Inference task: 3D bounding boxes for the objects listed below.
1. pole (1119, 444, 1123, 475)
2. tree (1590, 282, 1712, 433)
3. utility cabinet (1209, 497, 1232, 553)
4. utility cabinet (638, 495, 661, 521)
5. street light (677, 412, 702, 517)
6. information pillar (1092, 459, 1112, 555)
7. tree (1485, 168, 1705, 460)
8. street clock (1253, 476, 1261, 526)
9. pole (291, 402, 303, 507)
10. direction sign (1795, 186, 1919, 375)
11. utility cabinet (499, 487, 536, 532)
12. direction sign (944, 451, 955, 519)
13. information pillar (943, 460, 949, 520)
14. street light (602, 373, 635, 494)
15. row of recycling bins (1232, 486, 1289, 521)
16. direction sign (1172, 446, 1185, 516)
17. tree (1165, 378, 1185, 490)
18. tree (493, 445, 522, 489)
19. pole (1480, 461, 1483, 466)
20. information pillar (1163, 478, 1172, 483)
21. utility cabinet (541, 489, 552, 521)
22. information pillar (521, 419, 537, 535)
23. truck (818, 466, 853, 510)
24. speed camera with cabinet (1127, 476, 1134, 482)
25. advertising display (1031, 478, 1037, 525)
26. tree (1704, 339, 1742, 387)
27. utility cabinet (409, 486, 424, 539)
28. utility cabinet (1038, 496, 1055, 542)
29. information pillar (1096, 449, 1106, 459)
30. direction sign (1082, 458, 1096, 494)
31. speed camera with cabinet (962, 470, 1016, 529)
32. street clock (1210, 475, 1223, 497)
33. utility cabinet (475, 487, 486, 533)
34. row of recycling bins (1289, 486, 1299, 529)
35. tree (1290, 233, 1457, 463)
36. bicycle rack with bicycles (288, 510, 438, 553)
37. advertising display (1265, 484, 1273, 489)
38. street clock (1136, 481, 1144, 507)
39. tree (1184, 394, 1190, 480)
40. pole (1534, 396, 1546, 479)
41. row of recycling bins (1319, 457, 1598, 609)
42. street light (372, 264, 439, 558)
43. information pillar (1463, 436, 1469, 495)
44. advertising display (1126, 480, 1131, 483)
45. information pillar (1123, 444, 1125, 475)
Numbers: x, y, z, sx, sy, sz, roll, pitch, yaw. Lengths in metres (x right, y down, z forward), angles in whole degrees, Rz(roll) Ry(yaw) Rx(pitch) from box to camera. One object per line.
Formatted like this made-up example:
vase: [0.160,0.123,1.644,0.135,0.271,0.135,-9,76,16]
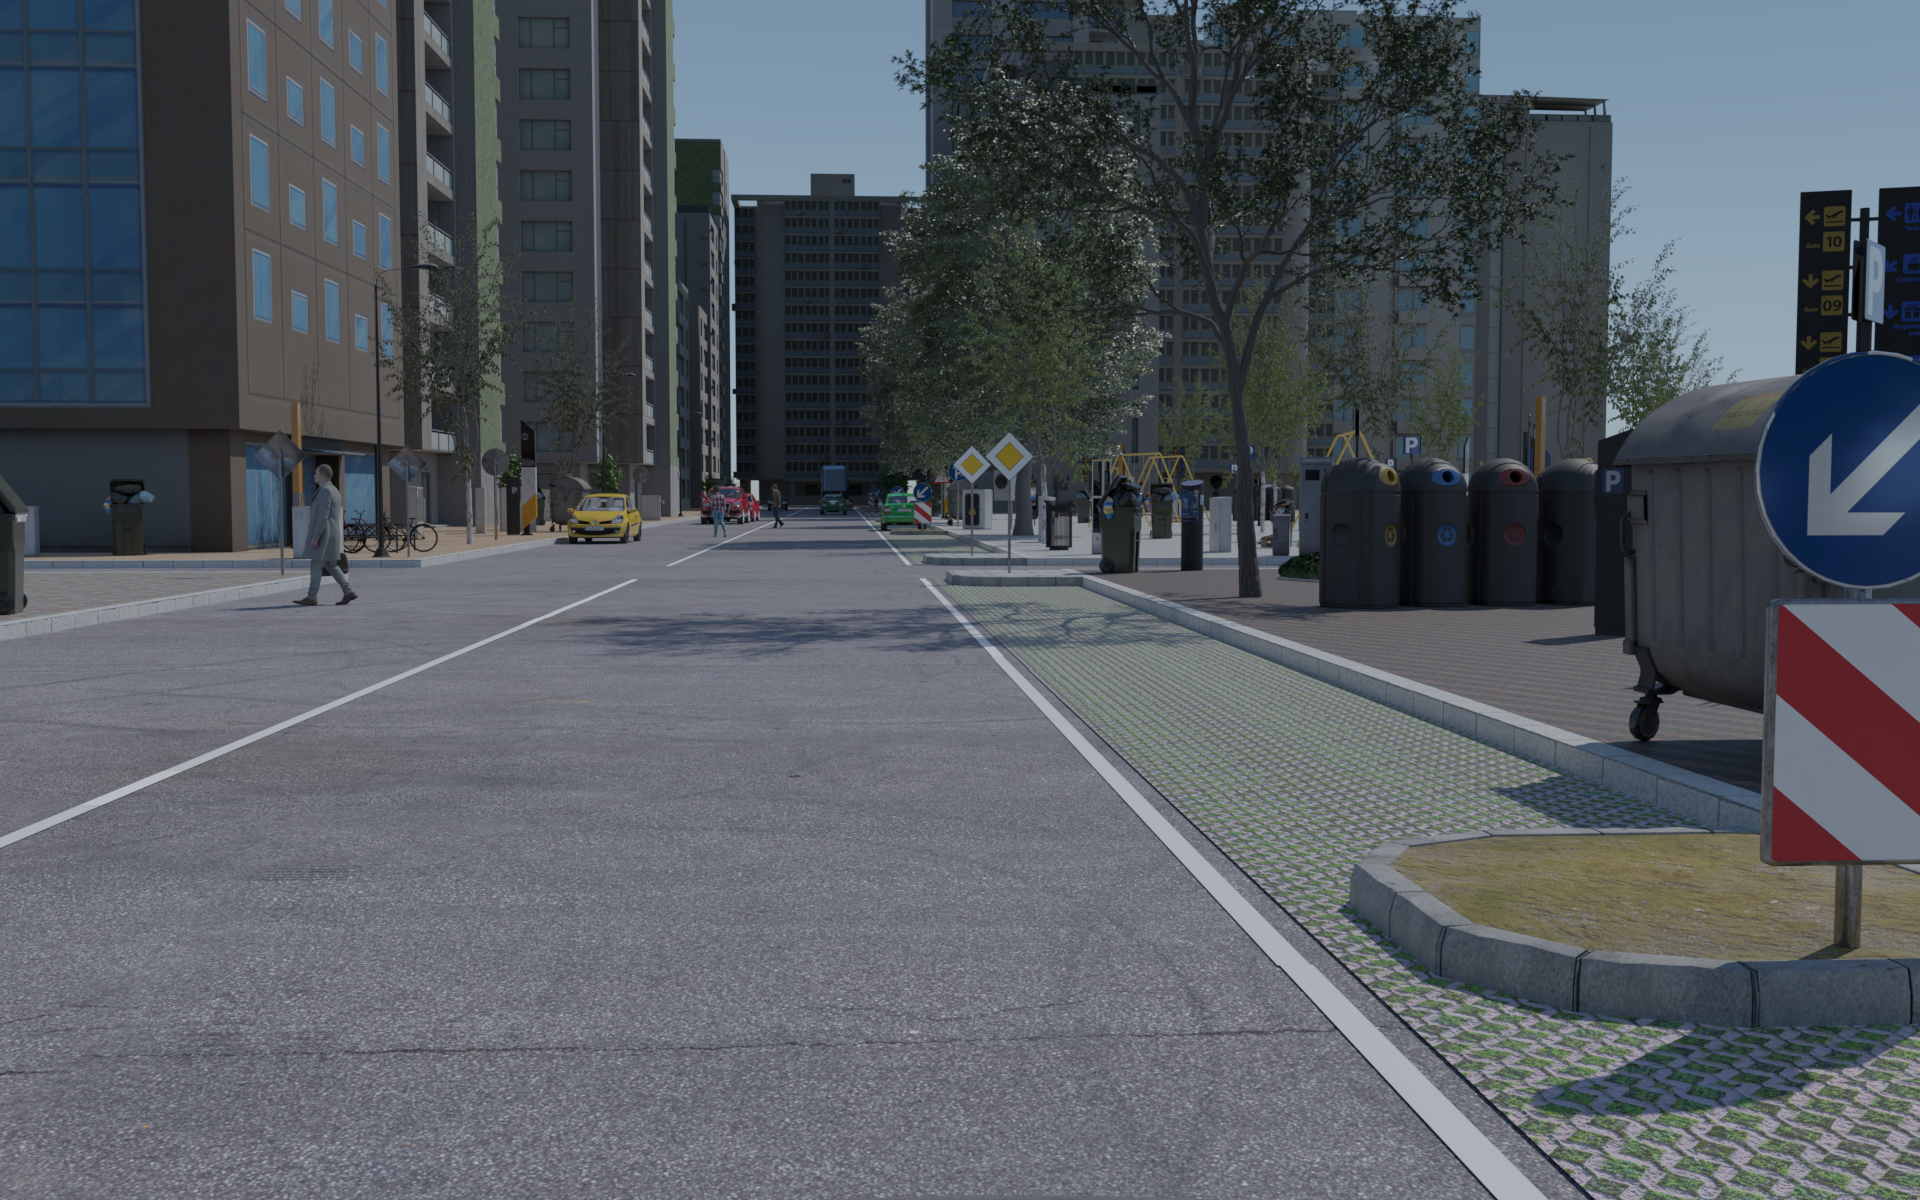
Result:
pole: [6.486,-4.654,69.933,0.158,3.312,0.155,0,3,0]
tree: [24.110,-6.772,61.084,4.737,8.622,4.395,0,3,0]
utility cabinet: [5.770,-1.668,38.430,0.306,1.237,1.020,0,4,-4]
utility cabinet: [-14.975,-4.429,83.574,1.020,1.237,0.306,0,4,-3]
street light: [-15.359,-7.701,98.455,1.470,5.913,1.316,0,4,-4]
information pillar: [3.007,-1.977,36.822,0.304,2.012,0.304,3,5,40]
tree: [14.308,-5.483,40.003,4.360,8.622,3.978,0,3,0]
street clock: [12.001,-3.951,69.168,0.358,2.002,0.471,0,4,-2]
pole: [-14.758,-2.735,38.566,0.158,3.312,0.155,0,3,0]
direction sign: [6.715,-1.281,12.949,0.876,3.537,0.379,1,4,18]
utility cabinet: [-14.950,-3.049,58.537,1.173,1.500,0.318,-2,4,-30]
direction sign: [-0.551,-6.019,90.403,0.379,3.537,0.876,-3,5,-41]
information pillar: [-0.656,-5.814,86.420,0.183,3.616,0.504,-1,4,-20]
street light: [-13.185,-5.759,66.704,1.470,5.913,1.316,0,4,-4]
row of recycling bins: [14.701,-4.670,83.471,3.534,1.692,1.069,-2,4,-29]
direction sign: [10.421,-5.540,82.578,0.379,3.537,0.876,-2,4,-33]
tree: [13.785,-9.449,104.848,4.737,8.622,4.395,0,3,0]
tree: [-17.466,-4.504,68.248,1.663,3.219,1.824,0,3,0]
pole: [32.374,-6.962,107.671,0.158,3.312,0.155,0,3,0]
information pillar: [9.540,-4.595,79.616,0.304,2.012,0.304,-3,5,-43]
utility cabinet: [-19.346,-4.399,80.604,1.173,1.500,0.318,-1,4,-16]
information pillar: [-13.371,-3.812,53.682,0.504,3.616,0.183,1,4,12]
truck: [-11.348,-10.309,158.309,2.967,4.110,18.799,0,4,-6]
speed camera with cabinet: [7.970,-5.788,88.965,2.038,3.252,0.660,-2,4,-33]
advertising display: [2.731,-4.018,70.914,0.974,1.923,0.123,-3,4,-36]
tree: [27.484,-7.123,66.825,4.360,8.622,3.978,0,3,0]
utility cabinet: [-15.391,-2.465,48.975,0.318,1.500,1.173,-1,4,-9]
utility cabinet: [2.330,-2.151,46.323,0.306,1.237,1.020,1,4,13]
information pillar: [6.840,-5.674,84.122,0.504,3.616,0.183,-1,4,-12]
direction sign: [8.027,-7.068,107.565,0.876,3.537,0.379,1,4,18]
speed camera with cabinet: [1.071,-4.208,63.141,2.038,3.252,0.660,2,4,34]
street clock: [9.653,-3.713,65.280,0.471,2.002,0.358,0,4,7]
utility cabinet: [-15.665,-2.929,56.571,0.318,1.500,1.173,-1,4,-13]
row of recycling bins: [13.692,-3.356,61.978,3.534,1.692,1.069,-1,4,-21]
tree: [11.361,-6.001,48.477,4.360,8.622,3.978,0,3,0]
bicycle rack with bicycles: [-13.029,-1.525,38.311,2.925,0.926,2.852,0,4,-4]
advertising display: [19.605,-6.489,111.308,0.974,1.923,0.123,0,4,-8]
street clock: [9.821,-5.504,94.563,0.358,2.002,0.471,-2,4,-31]
tree: [15.175,-8.701,92.623,4.737,8.622,4.395,0,3,0]
pole: [12.118,-2.592,36.223,0.158,3.312,0.155,0,3,0]
row of recycling bins: [5.826,-0.787,19.976,3.534,1.692,1.069,-1,4,-13]
street light: [-11.207,-3.821,35.019,1.470,5.913,1.316,0,4,-4]
information pillar: [20.457,-4.813,70.052,0.183,3.616,0.504,2,4,34]
advertising display: [7.625,-4.538,79.402,0.123,1.923,0.974,-1,4,-18]
information pillar: [7.597,-5.460,80.631,0.183,3.616,0.504,0,4,-3]
